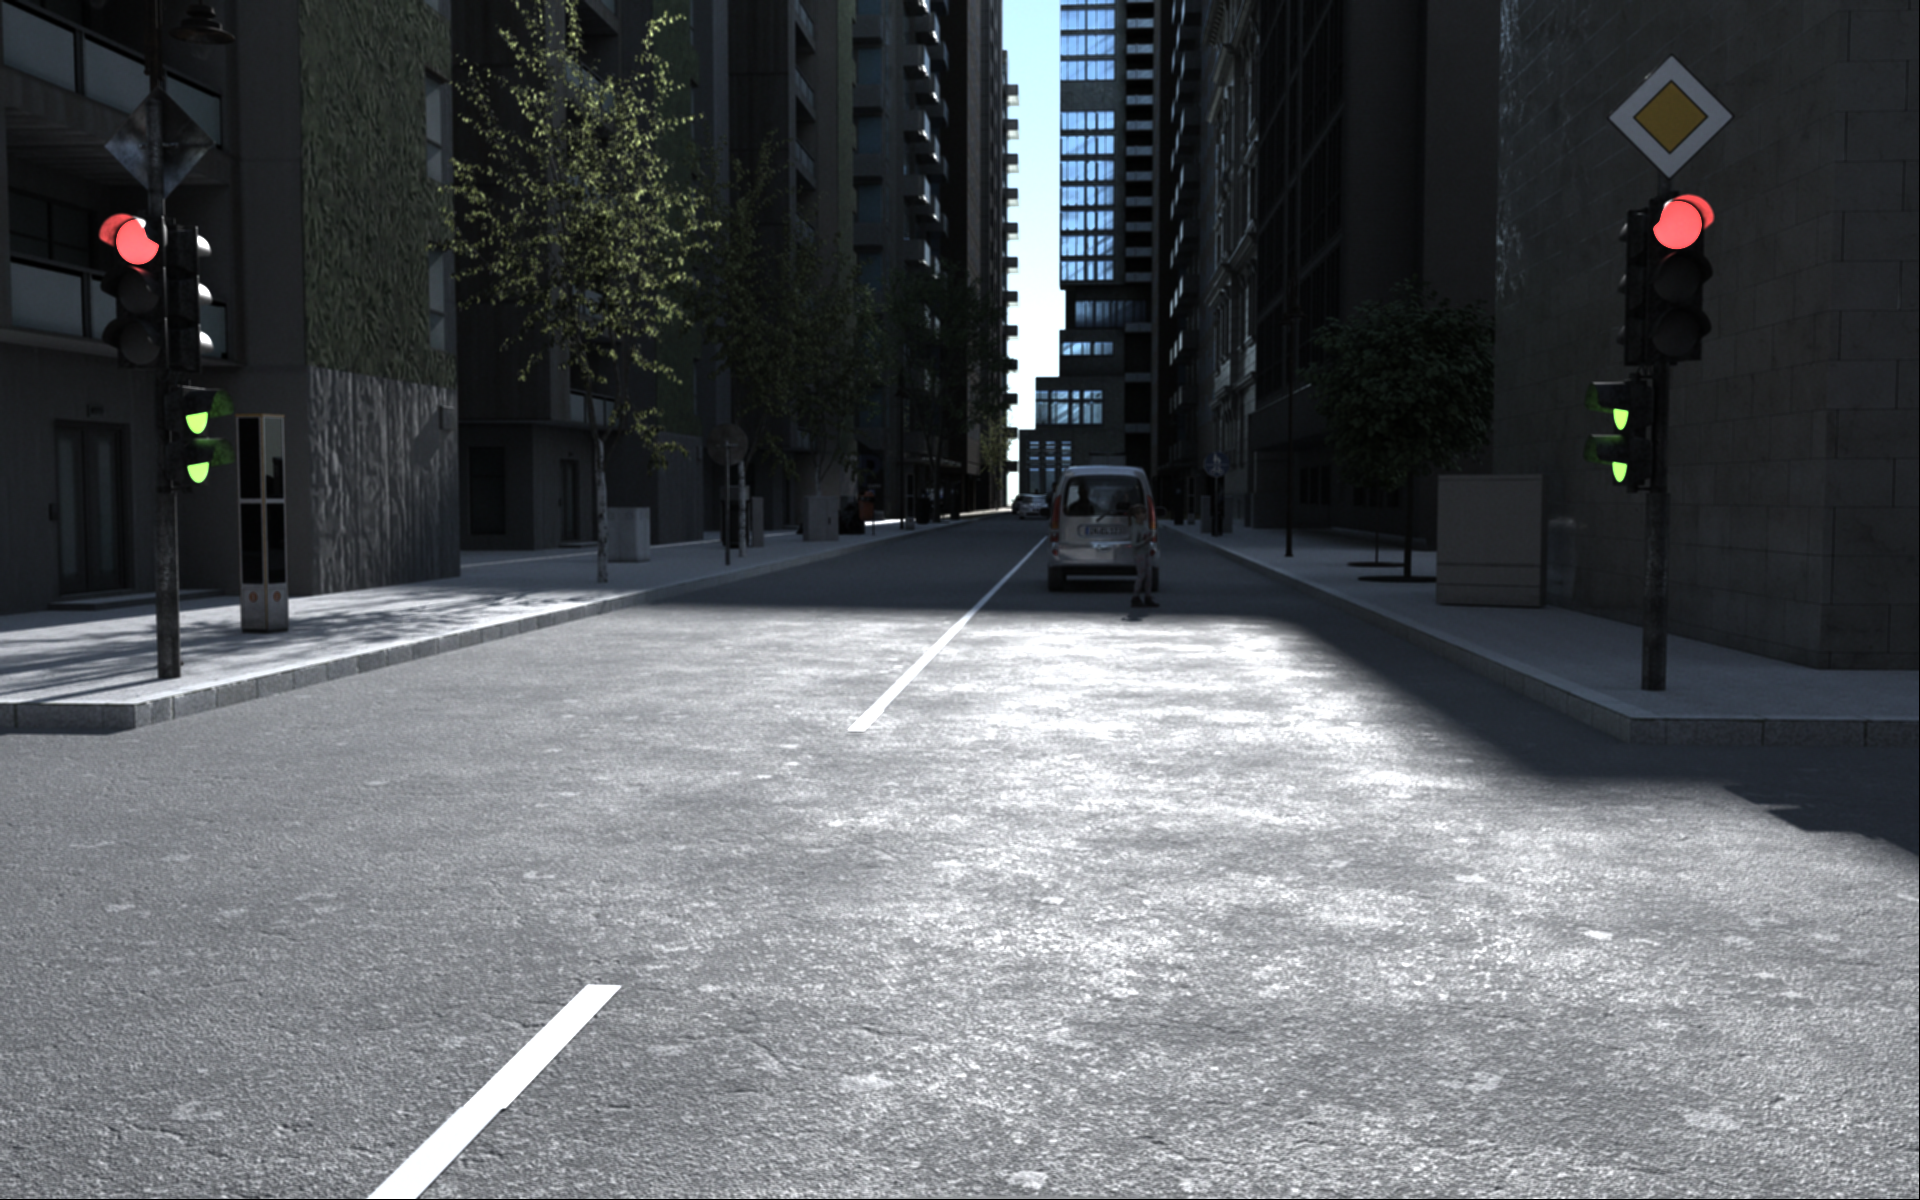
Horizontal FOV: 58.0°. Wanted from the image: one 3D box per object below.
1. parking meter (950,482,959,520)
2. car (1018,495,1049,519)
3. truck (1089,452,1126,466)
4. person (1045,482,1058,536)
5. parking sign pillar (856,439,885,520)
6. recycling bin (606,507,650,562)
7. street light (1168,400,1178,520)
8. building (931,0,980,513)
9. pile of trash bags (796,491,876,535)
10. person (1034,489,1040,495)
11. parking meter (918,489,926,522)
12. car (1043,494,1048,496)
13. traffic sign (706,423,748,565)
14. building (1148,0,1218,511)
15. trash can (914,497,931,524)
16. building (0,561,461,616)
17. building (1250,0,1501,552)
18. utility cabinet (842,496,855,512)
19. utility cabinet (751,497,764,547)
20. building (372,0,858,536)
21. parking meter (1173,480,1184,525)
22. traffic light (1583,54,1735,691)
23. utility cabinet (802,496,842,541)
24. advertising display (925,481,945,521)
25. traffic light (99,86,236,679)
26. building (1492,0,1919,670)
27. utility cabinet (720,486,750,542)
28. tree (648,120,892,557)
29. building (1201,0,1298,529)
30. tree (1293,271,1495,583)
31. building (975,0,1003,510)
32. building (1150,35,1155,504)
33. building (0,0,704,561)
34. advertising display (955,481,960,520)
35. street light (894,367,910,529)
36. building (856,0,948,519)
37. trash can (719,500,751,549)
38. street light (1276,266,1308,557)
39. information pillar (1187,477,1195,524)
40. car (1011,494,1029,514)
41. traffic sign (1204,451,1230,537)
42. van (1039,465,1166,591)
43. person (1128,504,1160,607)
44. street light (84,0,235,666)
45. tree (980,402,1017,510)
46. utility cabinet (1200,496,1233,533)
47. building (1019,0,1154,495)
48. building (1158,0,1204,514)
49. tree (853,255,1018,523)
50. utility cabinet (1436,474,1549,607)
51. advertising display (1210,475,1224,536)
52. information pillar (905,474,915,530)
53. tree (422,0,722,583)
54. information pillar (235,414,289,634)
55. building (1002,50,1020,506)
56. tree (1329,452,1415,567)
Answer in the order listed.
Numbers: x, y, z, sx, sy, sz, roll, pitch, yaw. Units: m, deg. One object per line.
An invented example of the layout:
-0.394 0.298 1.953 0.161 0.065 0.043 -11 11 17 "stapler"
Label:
-0.269 -4.864 85.245 0.255 1.863 0.399 -3 5 -42 "parking meter"
4.354 -5.336 99.608 2.083 1.381 4.827 0 4 3 "car"
10.344 -8.082 121.059 2.839 4.237 11.283 0 4 5 "truck"
3.183 -2.980 57.213 0.794 1.824 0.713 2 4 32 "person"
-4.445 -5.943 85.642 1.447 3.967 1.447 -2 4 -24 "parking sign pillar"
-6.323 -1.240 32.836 0.722 1.027 0.722 1 4 9 "recycling bin"
10.489 -6.888 85.407 0.468 5.910 1.993 0 4 4 "street light"
-5.863 -29.045 124.998 14.600 45.320 14.200 0 4 4 "building"
-3.708 -2.761 54.901 1.912 1.369 3.447 -3 4 -36 "pile of trash bags"
6.643 -8.725 150.785 1.348 1.869 0.705 3 4 38 "person"
-1.750 -4.368 79.833 0.372 1.533 0.369 0 3 0 "parking meter"
7.099 -7.771 136.849 2.009 1.686 4.222 0 4 6 "car"
-4.195 -1.901 31.191 0.768 2.556 0.104 0 4 6 "traffic sign"
22.628 -29.893 138.865 14.600 45.320 14.200 0 4 4 "building"
-1.594 -3.794 73.682 0.748 1.137 0.748 0 3 0 "trash can"
-15.255 -20.533 19.316 14.154 41.232 14.086 0 4 4 "building"
16.594 -15.643 49.272 14.314 27.812 24.014 0 4 4 "building"
-3.900 -3.003 60.255 0.306 1.237 1.020 -1 4 -19 "utility cabinet"
-4.931 -1.901 42.239 0.306 1.237 1.020 0 4 -7 "utility cabinet"
-11.686 -23.221 63.261 14.154 41.232 14.086 0 4 4 "building"
9.120 -4.070 72.253 0.399 1.863 0.255 1 4 18 "parking meter"
4.531 -1.366 11.247 0.839 4.253 0.868 0 4 4 "traffic light"
-3.794 -2.207 47.248 1.020 1.237 0.306 -3 5 -39 "utility cabinet"
-1.207 -4.810 83.858 0.974 1.923 0.123 1 4 21 "advertising display"
-5.504 -1.410 11.974 0.839 4.253 0.868 0 4 4 "traffic light"
15.041 -9.897 16.574 16.860 20.320 10.420 0 4 4 "building"
-6.004 -2.289 46.096 0.318 1.500 1.173 -2 4 -34 "utility cabinet"
-4.188 -5.168 34.861 4.737 8.622 4.395 0 3 0 "tree"
17.865 -17.516 73.780 14.401 28.519 23.554 0 4 4 "building"
6.588 -2.565 25.652 4.285 4.588 4.351 0 3 0 "tree"
-6.982 -43.589 150.926 20.611 71.187 20.563 0 4 4 "building"
23.935 -28.713 153.048 14.154 41.232 14.086 0 4 4 "building"
-14.751 -21.883 41.383 14.154 41.232 14.086 0 4 4 "building"
-0.121 -4.942 86.022 0.123 1.923 0.974 -1 4 -10 "advertising display"
-2.131 -5.539 63.358 0.468 5.910 1.993 0 4 4 "street light"
-12.403 -29.530 102.425 23.786 49.044 30.456 0 4 4 "building"
-5.301 -1.789 40.907 0.748 1.137 0.748 0 3 0 "trash can"
6.746 -3.826 35.337 0.468 5.910 1.993 0 4 4 "street light"
9.783 -4.208 73.296 0.304 2.012 0.304 0 4 4 "information pillar"
4.664 -6.865 124.245 2.014 1.417 4.499 0 4 4 "car"
7.664 -3.156 51.700 0.768 2.556 0.104 1 4 11 "traffic sign"
2.216 -1.216 26.900 2.013 2.044 4.112 0 4 4 "van"
2.334 -0.560 21.930 0.394 1.301 0.425 1 4 18 "person"
-5.904 -2.446 12.772 0.468 5.910 1.993 0 4 4 "street light"
2.722 -11.366 136.200 4.360 8.622 3.978 0 3 0 "tree"
8.470 -2.814 57.166 1.020 1.237 0.306 -1 4 -11 "utility cabinet"
22.147 -53.033 179.765 31.000 86.520 22.319 0 4 4 "building"
25.729 -30.371 116.174 23.786 49.044 30.456 0 4 4 "building"
-1.168 -9.247 76.938 9.928 11.665 9.643 0 3 0 "tree"
6.073 -0.678 19.772 1.173 1.500 0.318 2 4 32 "utility cabinet"
7.900 -2.933 53.167 0.123 1.923 0.974 2 4 27 "advertising display"
-1.800 -3.522 62.075 0.304 2.012 0.304 -1 4 -10 "information pillar"
-5.243 -4.544 24.657 4.360 8.622 3.978 0 3 0 "tree"
-6.451 -0.705 16.019 0.304 2.012 0.304 1 4 19 "information pillar"
-8.904 -34.478 183.325 30.456 49.044 23.786 0 4 4 "building"
7.562 -2.218 30.870 1.663 3.219 1.824 0 3 0 "tree"
